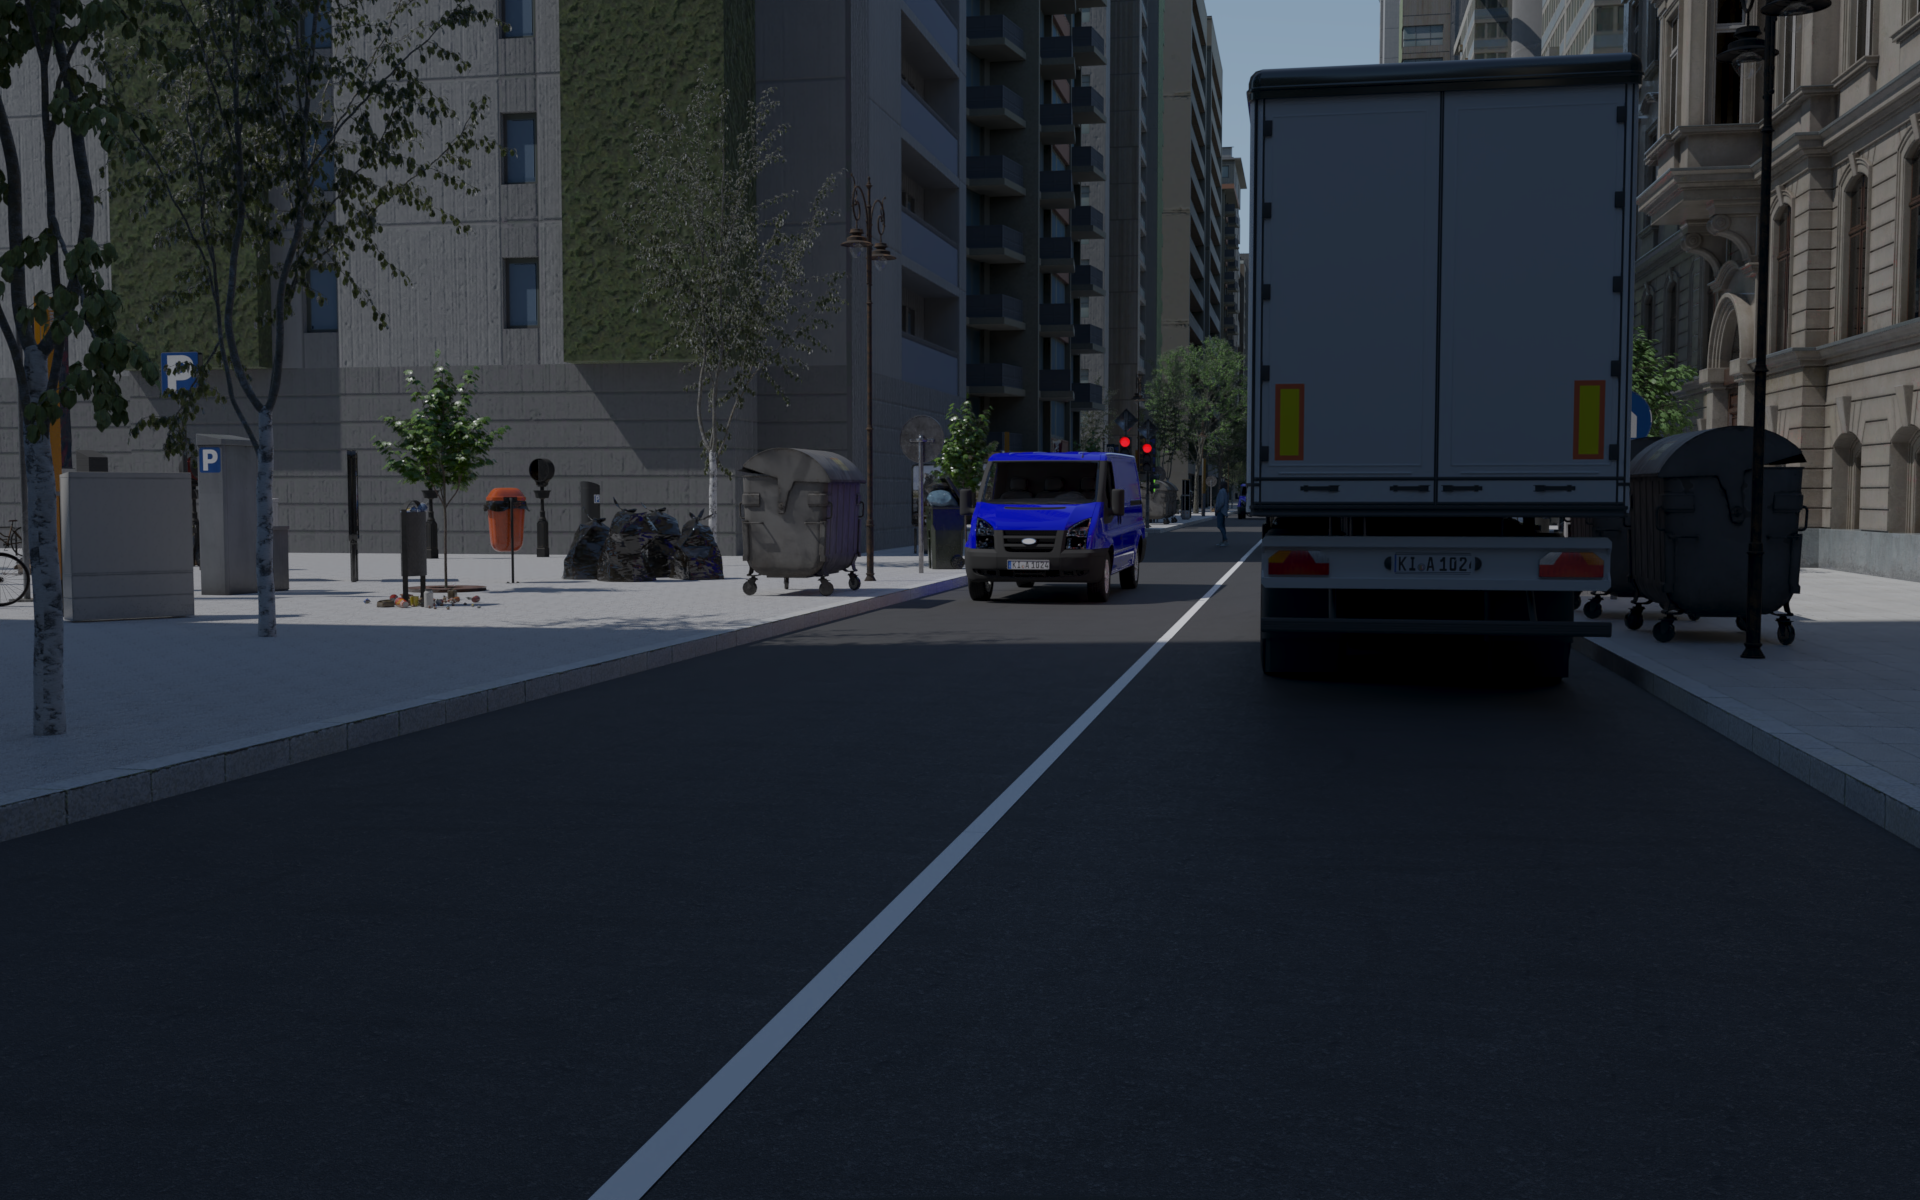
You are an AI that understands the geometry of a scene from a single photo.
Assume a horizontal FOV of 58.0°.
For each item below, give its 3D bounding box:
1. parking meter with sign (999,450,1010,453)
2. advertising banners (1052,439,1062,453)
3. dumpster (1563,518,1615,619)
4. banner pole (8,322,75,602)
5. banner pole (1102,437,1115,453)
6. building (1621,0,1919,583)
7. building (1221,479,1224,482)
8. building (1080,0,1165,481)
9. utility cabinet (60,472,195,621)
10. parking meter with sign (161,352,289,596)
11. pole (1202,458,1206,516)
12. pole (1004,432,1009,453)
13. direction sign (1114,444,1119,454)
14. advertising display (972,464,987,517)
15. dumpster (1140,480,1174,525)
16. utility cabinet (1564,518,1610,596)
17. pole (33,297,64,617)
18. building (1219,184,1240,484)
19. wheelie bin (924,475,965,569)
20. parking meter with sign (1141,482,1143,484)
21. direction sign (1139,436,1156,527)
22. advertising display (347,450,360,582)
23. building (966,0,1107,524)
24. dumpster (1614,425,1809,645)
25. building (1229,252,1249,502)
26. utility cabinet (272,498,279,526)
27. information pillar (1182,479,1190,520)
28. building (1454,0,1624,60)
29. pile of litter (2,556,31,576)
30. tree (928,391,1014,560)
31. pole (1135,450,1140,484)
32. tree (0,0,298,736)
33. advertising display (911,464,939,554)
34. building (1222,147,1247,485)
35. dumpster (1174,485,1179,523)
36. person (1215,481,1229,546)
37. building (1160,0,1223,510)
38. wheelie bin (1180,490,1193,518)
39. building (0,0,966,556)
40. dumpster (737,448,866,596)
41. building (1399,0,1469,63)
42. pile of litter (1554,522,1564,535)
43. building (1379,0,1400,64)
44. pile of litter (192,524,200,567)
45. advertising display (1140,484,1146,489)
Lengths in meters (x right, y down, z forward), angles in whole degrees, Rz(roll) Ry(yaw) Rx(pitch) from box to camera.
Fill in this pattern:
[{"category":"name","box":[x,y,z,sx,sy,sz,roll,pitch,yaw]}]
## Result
[{"category":"parking meter with sign","box":[1.193,-4.466,69.272,0.543,3.016,1.738,-3,5,-45]},{"category":"advertising banners","box":[2.654,-3.637,55.645,0.090,3.025,2.074,-2,4,-34]},{"category":"dumpster","box":[7.133,-0.767,18.296,1.264,1.857,1.865,1,4,11]},{"category":"banner pole","box":[-11.035,-1.882,20.793,0.401,3.779,0.863,2,4,30]},{"category":"banner pole","box":[6.486,-5.266,76.123,0.401,3.779,0.863,-3,5,-43]},{"category":"building","box":[20.834,-13.068,32.745,14.460,24.649,34.723,1,4,11]},{"category":"building","box":[13.624,-30.849,196.268,32.217,40.220,23.993,1,4,11]},{"category":"building","box":[7.311,-27.131,127.192,14.154,41.232,14.086,1,4,11]},{"category":"utility cabinet","box":[-8.496,-0.551,17.686,1.173,1.500,0.318,-3,5,-43]},{"category":"parking meter with sign","box":[-9.335,-1.584,22.166,0.543,3.016,1.738,1,4,16]},{"category":"pole","box":[13.966,-6.446,99.240,0.158,3.312,0.155,0,3,0]},{"category":"pole","box":[1.538,-3.857,56.898,0.158,3.312,0.155,0,3,0]},{"category":"direction sign","box":[6.949,-5.315,78.905,0.379,3.537,0.876,3,5,42]},{"category":"advertising display","box":[0.728,-1.816,34.911,0.974,1.923,0.123,-1,4,-18]},{"category":"dumpster","box":[8.202,-4.114,73.015,1.264,1.857,1.865,1,4,11]},{"category":"utility cabinet","box":[8.173,-0.655,21.874,1.020,1.237,0.306,1,4,15]},{"category":"pole","box":[-9.460,-1.478,18.005,0.158,3.312,0.155,0,3,0]},{"category":"building","box":[27.101,-35.802,239.993,22.147,44.769,28.867,1,4,11]},{"category":"wheelie bin","box":[-0.260,-1.330,29.661,0.693,1.594,0.980,-1,4,-10]},{"category":"parking meter with sign","box":[11.143,-6.828,107.906,1.738,3.016,0.543,2,4,23]},{"category":"direction sign","box":[7.269,-4.604,67.270,0.876,3.537,0.379,-3,4,-39]},{"category":"advertising display","box":[-8.946,-1.244,25.552,0.123,1.923,0.974,-1,4,-17]},{"category":"building","box":[-4.586,-26.374,85.840,22.147,44.769,28.867,1,4,11]},{"category":"dumpster","box":[6.713,-0.594,15.476,1.264,1.857,1.865,1,4,11]},{"category":"building","box":[40.867,-36.918,287.200,14.154,41.232,14.086,1,4,11]},{"category":"utility cabinet","box":[-10.438,-0.891,25.722,0.306,1.237,1.020,-3,5,-41]},{"category":"information pillar","box":[11.340,-5.042,86.921,0.304,2.012,0.304,-1,4,-22]},{"category":"building","box":[47.864,-26.221,120.586,32.217,40.220,23.993,1,4,11]},{"category":"pile of litter","box":[-14.755,-0.864,28.093,1.176,0.858,1.719,2,4,30]},{"category":"tree","box":[0.240,-2.319,32.520,1.663,3.219,1.824,0,3,0]},{"category":"pole","box":[8.222,-5.286,80.275,0.158,3.312,0.155,0,3,0]},{"category":"tree","box":[-4.983,-3.574,8.797,4.737,8.622,4.395,0,3,0]},{"category":"advertising display","box":[-0.592,-1.946,37.029,0.974,1.923,0.123,2,4,29]},{"category":"building","box":[29.255,-41.515,268.006,28.713,52.752,27.495,1,4,11]},{"category":"dumpster","box":[9.034,-4.364,77.108,1.264,1.857,1.865,1,4,11]},{"category":"person","box":[7.261,-2.388,47.805,0.793,1.790,0.793,-1,4,-11]},{"category":"building","box":[14.674,-33.545,172.157,21.300,48.544,21.600,1,4,11]},{"category":"wheelie bin","box":[12.130,-5.191,92.781,0.693,1.594,0.980,0,4,2]},{"category":"building","box":[-14.435,-30.834,46.143,28.212,58.520,21.231,1,4,11]},{"category":"dumpster","box":[-2.040,-1.020,22.435,1.264,1.857,1.865,1,4,11]},{"category":"building","box":[42.801,-28.021,141.737,14.154,41.232,14.086,1,4,11]},{"category":"pile of litter","box":[19.201,-2.431,53.707,1.719,0.858,1.176,2,4,34]},{"category":"building","box":[56.650,-39.678,190.740,21.231,58.520,28.212,1,4,11]},{"category":"pile of litter","box":[-13.838,-1.034,30.877,1.719,0.858,1.176,0,4,-1]},{"category":"advertising display","box":[11.553,-6.200,106.589,0.974,1.923,0.123,1,4,10]}]
